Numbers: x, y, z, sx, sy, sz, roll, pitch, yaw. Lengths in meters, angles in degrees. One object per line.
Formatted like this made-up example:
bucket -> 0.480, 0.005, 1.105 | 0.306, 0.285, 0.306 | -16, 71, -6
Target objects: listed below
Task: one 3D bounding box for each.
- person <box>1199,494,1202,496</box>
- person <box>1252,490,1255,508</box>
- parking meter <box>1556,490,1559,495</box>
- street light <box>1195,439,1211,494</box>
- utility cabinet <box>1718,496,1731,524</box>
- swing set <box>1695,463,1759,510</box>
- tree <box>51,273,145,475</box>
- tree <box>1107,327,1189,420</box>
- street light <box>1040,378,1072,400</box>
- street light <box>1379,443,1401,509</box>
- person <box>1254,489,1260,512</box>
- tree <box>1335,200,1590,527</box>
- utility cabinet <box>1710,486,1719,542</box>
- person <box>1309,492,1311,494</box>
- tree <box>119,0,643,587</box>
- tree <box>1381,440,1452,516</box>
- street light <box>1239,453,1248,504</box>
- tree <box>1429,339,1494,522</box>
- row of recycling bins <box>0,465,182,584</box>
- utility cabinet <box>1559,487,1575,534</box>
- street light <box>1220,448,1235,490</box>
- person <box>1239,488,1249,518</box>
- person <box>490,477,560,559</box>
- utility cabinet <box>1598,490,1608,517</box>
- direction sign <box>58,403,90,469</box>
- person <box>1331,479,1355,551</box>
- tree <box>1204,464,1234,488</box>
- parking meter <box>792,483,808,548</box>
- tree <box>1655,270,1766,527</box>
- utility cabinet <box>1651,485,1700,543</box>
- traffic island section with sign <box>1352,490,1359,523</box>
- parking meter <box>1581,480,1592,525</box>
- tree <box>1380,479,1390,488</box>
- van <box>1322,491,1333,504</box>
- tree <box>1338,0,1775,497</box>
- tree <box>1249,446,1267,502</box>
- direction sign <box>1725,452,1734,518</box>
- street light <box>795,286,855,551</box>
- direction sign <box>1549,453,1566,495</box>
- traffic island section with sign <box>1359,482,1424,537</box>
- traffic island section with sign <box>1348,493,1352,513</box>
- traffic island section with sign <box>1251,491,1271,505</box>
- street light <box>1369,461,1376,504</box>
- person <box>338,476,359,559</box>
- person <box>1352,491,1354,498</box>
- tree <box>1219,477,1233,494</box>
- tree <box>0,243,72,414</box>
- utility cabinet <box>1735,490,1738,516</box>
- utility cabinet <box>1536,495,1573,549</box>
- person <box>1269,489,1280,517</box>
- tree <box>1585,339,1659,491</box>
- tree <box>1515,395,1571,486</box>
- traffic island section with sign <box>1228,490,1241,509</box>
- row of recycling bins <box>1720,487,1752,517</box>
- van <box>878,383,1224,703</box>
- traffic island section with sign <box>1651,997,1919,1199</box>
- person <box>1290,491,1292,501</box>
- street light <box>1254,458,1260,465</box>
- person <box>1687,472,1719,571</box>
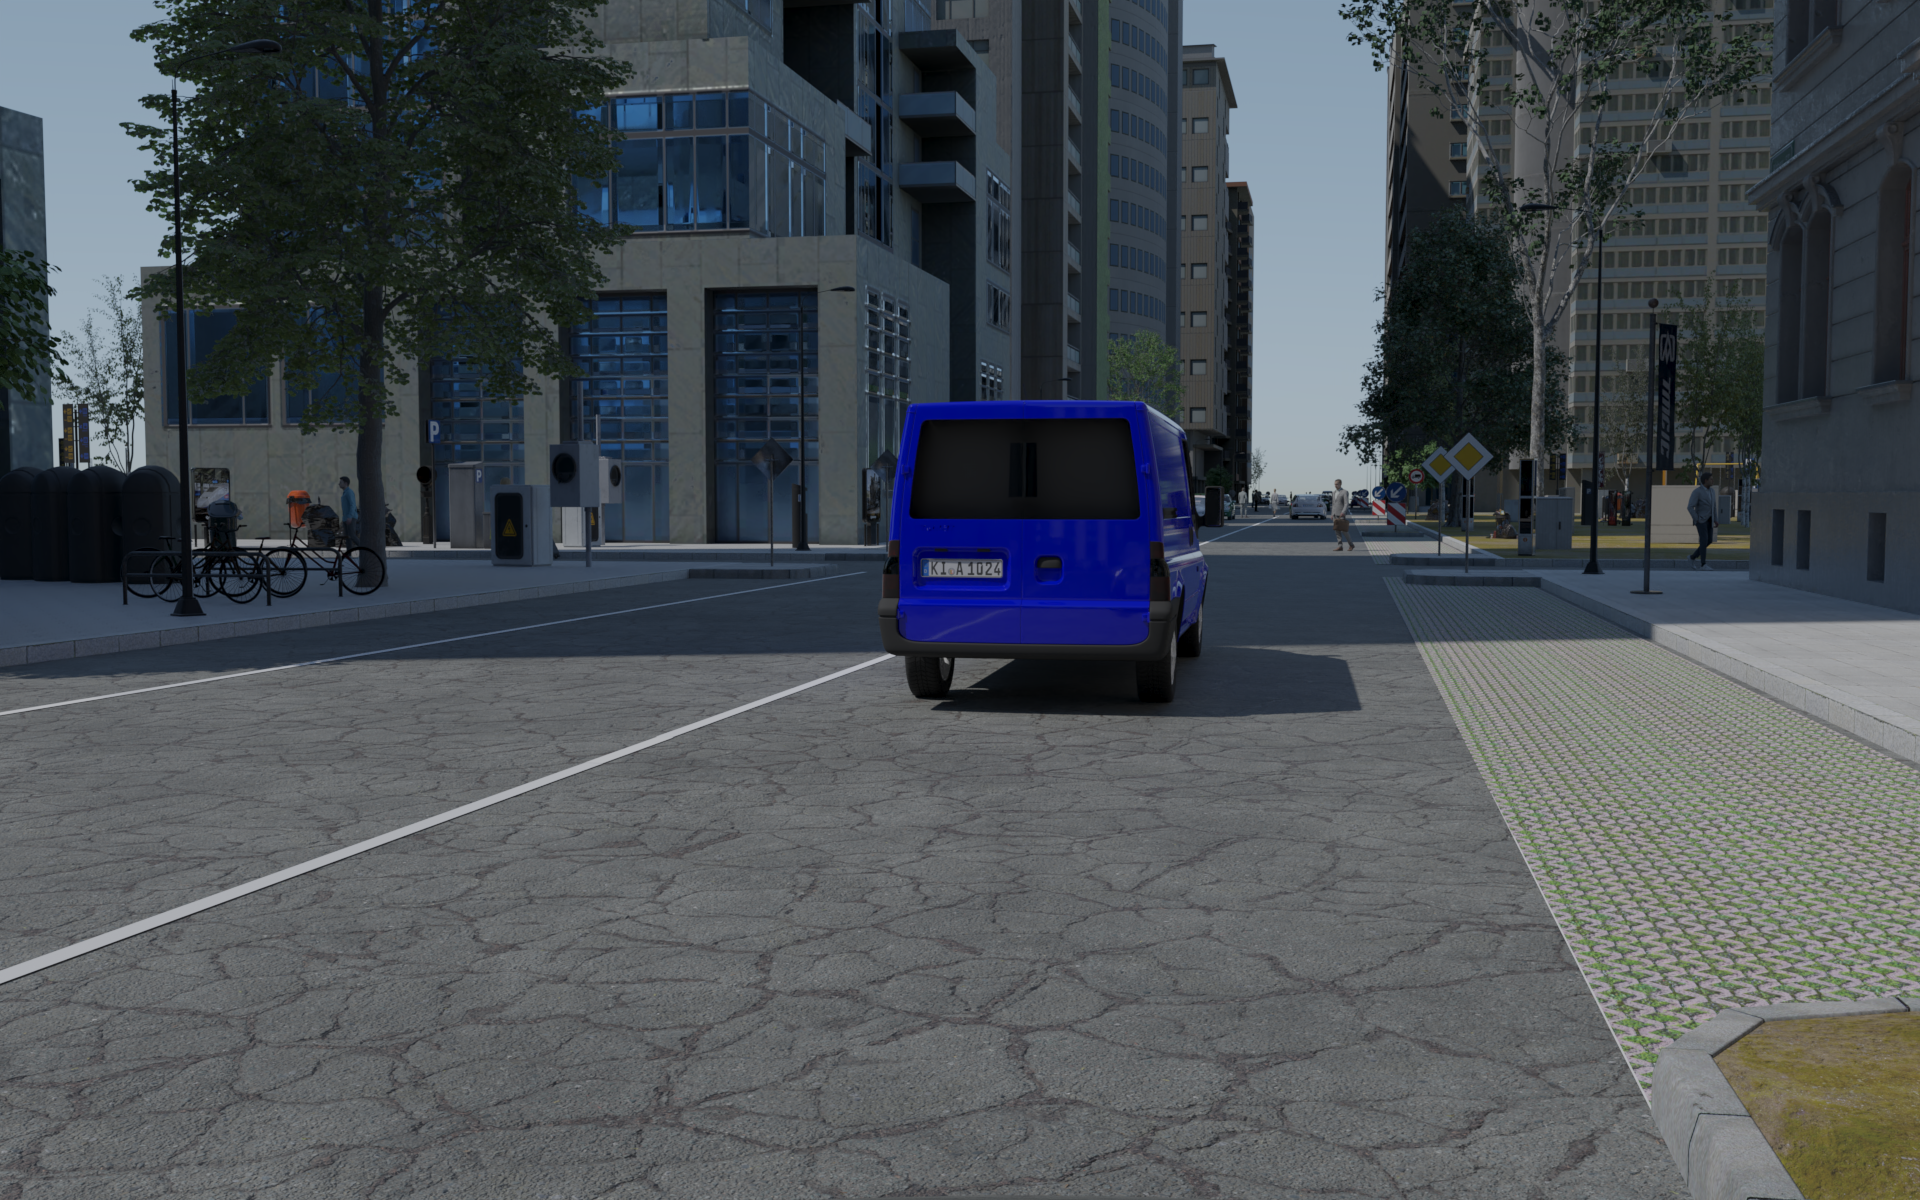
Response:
person -> 16.233, -6.468, 117.467 | 0.599, 1.433, 0.991 | 2, 4, 33
person -> 30.396, -10.452, 179.472 | 0.705, 1.814, 1.350 | 0, 4, 0
parking meter -> 34.204, -5.533, 98.877 | 0.372, 1.533, 0.369 | 0, 3, 0
street light -> 20.271, -10.550, 145.031 | 1.470, 5.913, 1.316 | 1, 4, 12
utility cabinet -> 32.512, -3.864, 74.342 | 1.020, 1.237, 0.306 | 2, 4, 31
swing set -> 39.068, -5.559, 88.515 | 3.119, 2.851, 2.862 | 2, 4, 30
tree -> -27.332, -6.480, 56.315 | 4.360, 8.622, 3.978 | 0, 3, 0
tree -> 10.525, -11.113, 107.451 | 9.928, 11.665, 9.643 | 0, 3, 0
street light -> 3.778, -5.927, 69.449 | 1.470, 5.913, 1.316 | 1, 4, 12
street light -> 30.363, -9.117, 121.600 | 1.470, 5.913, 1.316 | 1, 4, 12
person -> 24.156, -8.105, 141.028 | 0.705, 1.823, 1.348 | 0, 4, -8
tree -> 19.585, -9.214, 67.658 | 9.611, 12.733, 9.660 | 0, 3, 0
utility cabinet -> 19.343, -2.247, 45.409 | 1.173, 1.500, 0.318 | -2, 4, -28
person -> 42.594, -12.294, 210.223 | 0.721, 1.743, 1.217 | -1, 4, -22
tree -> -7.942, -6.477, 24.026 | 7.486, 12.596, 7.792 | 0, 3, 0
tree -> 28.654, -7.790, 111.084 | 4.285, 4.588, 4.351 | 0, 3, 0
street light -> 31.259, -13.580, 194.571 | 1.470, 5.913, 1.316 | 1, 4, 12
tree -> 22.233, -7.849, 78.694 | 4.737, 8.622, 4.395 | 0, 3, 0
row of recycling bins -> -12.836, -1.124, 25.492 | 3.534, 1.692, 1.069 | 2, 4, 27
utility cabinet -> 19.427, -2.865, 55.519 | 0.318, 1.500, 1.173 | 1, 4, 9
street light -> 26.923, -12.402, 175.310 | 1.470, 5.913, 1.316 | 1, 4, 12
person -> 17.178, -5.893, 104.953 | 0.635, 1.810, 0.391 | 2, 4, 34
person -> -9.658, -1.802, 38.176 | 1.509, 1.804, 0.699 | 1, 4, 18
utility cabinet -> 35.016, -5.219, 94.002 | 1.173, 1.500, 0.318 | -1, 4, -20
direction sign -> -22.133, -3.146, 43.439 | 0.876, 3.537, 0.379 | 1, 4, 23
person -> 9.560, -2.140, 43.602 | 0.853, 1.813, 0.709 | -2, 4, -35
tree -> 27.740, -12.396, 186.395 | 4.285, 4.588, 4.351 | 0, 3, 0
parking meter -> -3.814, -2.007, 41.230 | 0.372, 1.533, 0.369 | 0, 3, 0
tree -> 24.995, -6.581, 57.963 | 4.737, 8.622, 4.395 | 0, 3, 0
utility cabinet -> 18.475, -2.209, 44.794 | 1.173, 1.500, 0.318 | 1, 4, 18
traffic island section with sign -> 20.357, -4.655, 84.743 | 1.989, 1.847, 2.006 | 1, 4, 12
parking meter -> 25.750, -4.001, 71.128 | 0.399, 1.863, 0.255 | -1, 4, -15
tree -> 47.192, -12.032, 191.326 | 1.663, 3.219, 1.824 | 0, 3, 0
van -> 45.642, -12.726, 215.089 | 2.013, 2.044, 4.112 | 1, 4, 12
tree -> 17.009, -11.630, 46.039 | 12.611, 20.169, 13.585 | 0, 3, 0
tree -> 45.589, -19.439, 268.183 | 4.737, 8.622, 4.395 | 0, 3, 0
direction sign -> 41.300, -6.179, 93.024 | 0.876, 3.537, 0.379 | -3, 5, -41
street light -> -3.025, -4.061, 38.941 | 1.470, 5.913, 1.316 | 1, 4, 12
direction sign -> 33.231, -6.382, 96.349 | 0.876, 3.537, 0.379 | 2, 4, 29
traffic island section with sign -> 14.541, -3.036, 58.262 | 1.989, 1.847, 2.006 | 1, 4, 12
traffic island section with sign -> 31.136, -7.654, 133.778 | 1.989, 1.847, 2.006 | 1, 4, 12
traffic island section with sign -> 37.541, -12.738, 216.892 | 1.989, 1.847, 2.006 | 1, 4, 12
street light -> 36.922, -10.970, 151.899 | 1.470, 5.913, 1.316 | 1, 4, 12
person -> -13.315, -1.800, 37.943 | 0.620, 1.820, 0.660 | -2, 4, -35
person -> 50.388, -13.039, 221.779 | 0.705, 1.812, 1.348 | 2, 4, 24
tree -> 27.621, -11.488, 182.430 | 1.663, 3.219, 1.824 | 0, 3, 0
tree -> -9.402, -1.883, 14.504 | 4.285, 4.588, 4.351 | 0, 3, 0
utility cabinet -> 44.387, -5.454, 97.857 | 1.173, 1.500, 0.318 | -1, 4, -17
utility cabinet -> 13.689, -1.778, 40.229 | 1.020, 1.237, 0.306 | -1, 4, -9
person -> 19.618, -6.074, 108.165 | 0.694, 1.780, 0.624 | 3, 5, 40
tree -> 32.049, -8.124, 83.191 | 4.360, 8.622, 3.978 | 0, 3, 0
tree -> 33.697, -9.279, 102.066 | 4.360, 8.622, 3.978 | 0, 3, 0
traffic island section with sign -> 25.519, -9.391, 162.174 | 1.989, 1.847, 2.006 | 1, 4, 12
row of recycling bins -> 43.772, -5.399, 95.382 | 3.534, 1.692, 1.069 | 2, 4, 26
van -> 0.888, -0.569, 13.690 | 2.240, 2.365, 5.245 | 1, 4, 11
traffic island section with sign -> 2.478, 0.324, 3.324 | 1.989, 1.847, 2.006 | 1, 4, 12
person -> 45.706, -14.109, 239.275 | 0.705, 1.812, 1.348 | 1, 4, 16
street light -> 37.832, -15.440, 224.987 | 1.470, 5.913, 1.316 | 1, 4, 12
person -> 13.927, -1.482, 32.577 | 0.661, 1.843, 0.795 | -2, 4, -23
